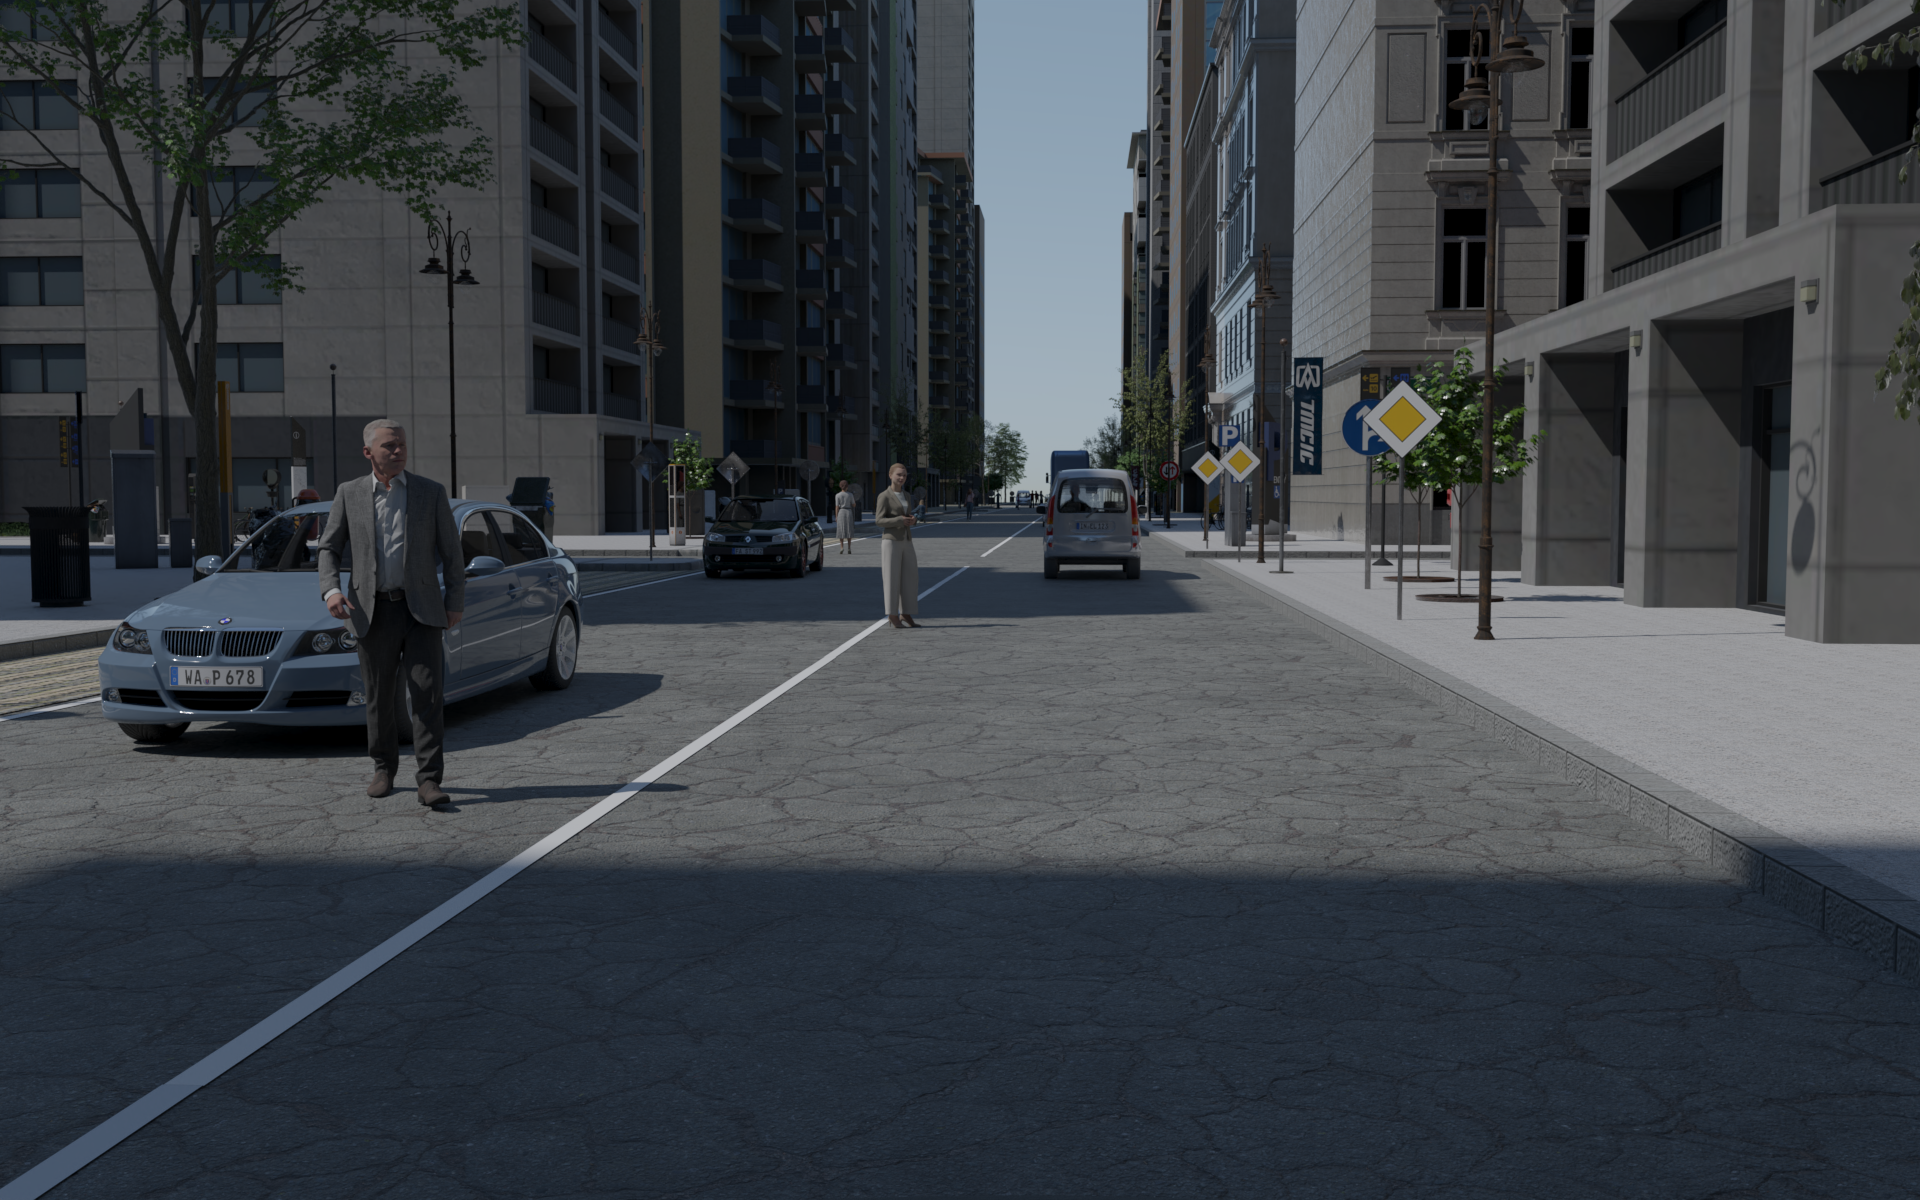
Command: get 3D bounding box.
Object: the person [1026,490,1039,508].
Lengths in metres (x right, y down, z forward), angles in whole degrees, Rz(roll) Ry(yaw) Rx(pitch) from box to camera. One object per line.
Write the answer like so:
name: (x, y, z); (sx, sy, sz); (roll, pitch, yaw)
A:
person: (7.278, -10.137, 174.205); (1.348, 1.831, 0.705); (0, 4, 3)

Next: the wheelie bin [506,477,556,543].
wheelie bin: (-7.863, -1.463, 31.824); (0.980, 1.594, 0.693); (0, 4, 7)

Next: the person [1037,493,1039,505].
person: (10.081, -13.281, 226.090); (0.683, 1.767, 0.568); (2, 4, 26)

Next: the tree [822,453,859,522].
tree: (-5.632, -5.236, 80.207); (1.663, 3.219, 1.824); (0, 3, 0)

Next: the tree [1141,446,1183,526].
tree: (8.222, -4.648, 70.596); (1.663, 3.219, 1.824); (0, 3, 0)

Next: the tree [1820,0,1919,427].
tree: (4.460, -3.460, 6.940); (4.360, 8.622, 3.978); (0, 3, 0)

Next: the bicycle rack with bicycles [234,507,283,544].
bicycle rack with bicycles: (-18.426, -1.987, 45.866); (2.925, 0.926, 2.852); (-1, 4, -20)

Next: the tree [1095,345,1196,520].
tree: (9.621, -8.336, 86.658); (4.737, 8.622, 4.395); (0, 3, 0)

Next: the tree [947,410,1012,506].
tree: (2.440, -15.809, 192.896); (7.601, 10.594, 8.767); (1, 4, 21)

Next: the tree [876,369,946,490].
tree: (-3.214, -9.267, 101.883); (4.360, 8.622, 3.978); (0, 3, 0)

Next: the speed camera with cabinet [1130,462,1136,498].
speed camera with cabinet: (10.498, -6.898, 107.121); (0.660, 3.252, 2.038); (1, 4, 10)

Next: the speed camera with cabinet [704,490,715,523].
speed camera with cabinet: (-11.829, -5.147, 78.485); (0.660, 3.252, 2.038); (-3, 4, -38)

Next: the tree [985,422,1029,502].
tree: (7.277, -21.779, 274.210); (7.486, 12.596, 7.792); (0, 3, 0)

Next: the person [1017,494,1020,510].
person: (5.378, -8.926, 157.663); (0.599, 1.433, 0.991); (0, 4, -5)

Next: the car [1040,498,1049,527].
car: (4.585, -3.945, 76.863); (2.083, 1.381, 4.827); (0, 4, 3)

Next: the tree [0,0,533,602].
tree: (-9.136, -5.785, 20.345); (9.928, 11.665, 9.643); (0, 3, 0)

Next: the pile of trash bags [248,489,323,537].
pile of trash bags: (-11.423, -1.258, 30.326); (1.912, 1.369, 3.447); (-1, 4, -21)

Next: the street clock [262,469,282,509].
street clock: (-19.810, -2.773, 49.906); (0.471, 2.002, 0.358); (0, 4, 8)

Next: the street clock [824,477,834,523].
street clock: (-5.692, -4.340, 75.536); (0.358, 2.002, 0.471); (2, 4, 27)

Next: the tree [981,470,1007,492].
tree: (4.431, -14.885, 227.077); (4.285, 4.588, 4.351); (0, 3, 0)

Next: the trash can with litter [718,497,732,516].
trash can with litter: (-8.859, -3.377, 66.598); (0.624, 1.170, 1.055); (-3, 4, -37)

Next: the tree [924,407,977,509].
tree: (-1.325, -11.961, 145.930); (4.737, 8.622, 4.395); (0, 3, 0)

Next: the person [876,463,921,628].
person: (-0.642, -0.579, 18.523); (0.362, 1.759, 0.519); (3, 5, 43)

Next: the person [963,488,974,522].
person: (0.480, -4.955, 90.111); (0.593, 1.750, 0.643); (1, 4, 16)

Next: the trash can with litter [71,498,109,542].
trash can with litter: (-23.162, -2.116, 45.980); (1.055, 1.170, 0.624); (1, 4, 15)

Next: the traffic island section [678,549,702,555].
traffic island section: (-5.417, -1.160, 41.243); (2.009, 0.180, 2.903); (0, 4, 4)

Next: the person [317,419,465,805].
person: (-2.612, 0.053, 8.034); (0.661, 1.777, 0.834); (-2, 4, -26)

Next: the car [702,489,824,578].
car: (-3.468, -1.294, 30.938); (2.009, 1.686, 4.222); (0, 4, 2)

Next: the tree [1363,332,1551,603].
tree: (5.920, -1.599, 20.746); (1.663, 3.219, 1.824); (0, 3, 0)

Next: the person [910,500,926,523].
person: (-2.053, -4.393, 85.820); (1.012, 1.151, 0.738); (-2, 4, -26)

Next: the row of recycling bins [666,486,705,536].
row of recycling bins: (-8.723, -2.944, 55.255); (1.069, 1.692, 3.534); (-1, 4, -16)

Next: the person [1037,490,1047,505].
person: (6.811, -8.227, 143.797); (0.721, 1.735, 1.217); (-3, 5, -40)

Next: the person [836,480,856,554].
person: (-2.732, -1.972, 41.313); (0.480, 1.755, 0.524); (-1, 4, -10)

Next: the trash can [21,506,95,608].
trash can: (-10.266, -0.496, 19.761); (0.748, 1.137, 0.748); (0, 3, 0)

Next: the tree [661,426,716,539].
tree: (-7.877, -3.367, 49.656); (1.663, 3.219, 1.824); (0, 3, 0)

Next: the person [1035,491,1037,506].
person: (9.284, -12.408, 211.001); (0.705, 1.869, 1.348); (0, 4, 8)

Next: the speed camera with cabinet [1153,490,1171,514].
speed camera with cabinet: (12.698, -6.996, 108.719); (0.660, 3.252, 2.038); (-1, 4, -10)

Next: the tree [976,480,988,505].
tree: (3.063, -13.385, 213.445); (1.663, 3.219, 1.824); (0, 3, 0)

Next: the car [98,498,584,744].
car: (-3.839, 0.030, 11.519); (2.014, 1.417, 4.499); (0, 4, 4)

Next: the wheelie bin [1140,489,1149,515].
wheelie bin: (11.107, -5.907, 104.485); (0.693, 1.594, 0.980); (0, 4, 3)

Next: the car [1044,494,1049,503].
car: (14.118, -16.049, 272.616); (2.015, 1.641, 3.980); (0, 4, 2)

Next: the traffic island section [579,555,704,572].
traffic island section: (-5.953, -0.672, 33.276); (2.009, 0.180, 2.903); (0, 4, 4)

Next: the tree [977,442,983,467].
tree: (-0.013, -12.746, 158.753); (4.737, 8.622, 4.395); (0, 3, 0)

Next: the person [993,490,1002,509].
person: (3.618, -9.628, 166.001); (0.705, 1.814, 1.350); (3, 5, 41)

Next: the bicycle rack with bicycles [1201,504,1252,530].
bicycle rack with bicycles: (9.855, -2.945, 61.534); (2.925, 0.926, 2.852); (-1, 4, -22)

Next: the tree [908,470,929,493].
tree: (-3.139, -7.958, 124.711); (1.663, 3.219, 1.824); (0, 3, 0)
